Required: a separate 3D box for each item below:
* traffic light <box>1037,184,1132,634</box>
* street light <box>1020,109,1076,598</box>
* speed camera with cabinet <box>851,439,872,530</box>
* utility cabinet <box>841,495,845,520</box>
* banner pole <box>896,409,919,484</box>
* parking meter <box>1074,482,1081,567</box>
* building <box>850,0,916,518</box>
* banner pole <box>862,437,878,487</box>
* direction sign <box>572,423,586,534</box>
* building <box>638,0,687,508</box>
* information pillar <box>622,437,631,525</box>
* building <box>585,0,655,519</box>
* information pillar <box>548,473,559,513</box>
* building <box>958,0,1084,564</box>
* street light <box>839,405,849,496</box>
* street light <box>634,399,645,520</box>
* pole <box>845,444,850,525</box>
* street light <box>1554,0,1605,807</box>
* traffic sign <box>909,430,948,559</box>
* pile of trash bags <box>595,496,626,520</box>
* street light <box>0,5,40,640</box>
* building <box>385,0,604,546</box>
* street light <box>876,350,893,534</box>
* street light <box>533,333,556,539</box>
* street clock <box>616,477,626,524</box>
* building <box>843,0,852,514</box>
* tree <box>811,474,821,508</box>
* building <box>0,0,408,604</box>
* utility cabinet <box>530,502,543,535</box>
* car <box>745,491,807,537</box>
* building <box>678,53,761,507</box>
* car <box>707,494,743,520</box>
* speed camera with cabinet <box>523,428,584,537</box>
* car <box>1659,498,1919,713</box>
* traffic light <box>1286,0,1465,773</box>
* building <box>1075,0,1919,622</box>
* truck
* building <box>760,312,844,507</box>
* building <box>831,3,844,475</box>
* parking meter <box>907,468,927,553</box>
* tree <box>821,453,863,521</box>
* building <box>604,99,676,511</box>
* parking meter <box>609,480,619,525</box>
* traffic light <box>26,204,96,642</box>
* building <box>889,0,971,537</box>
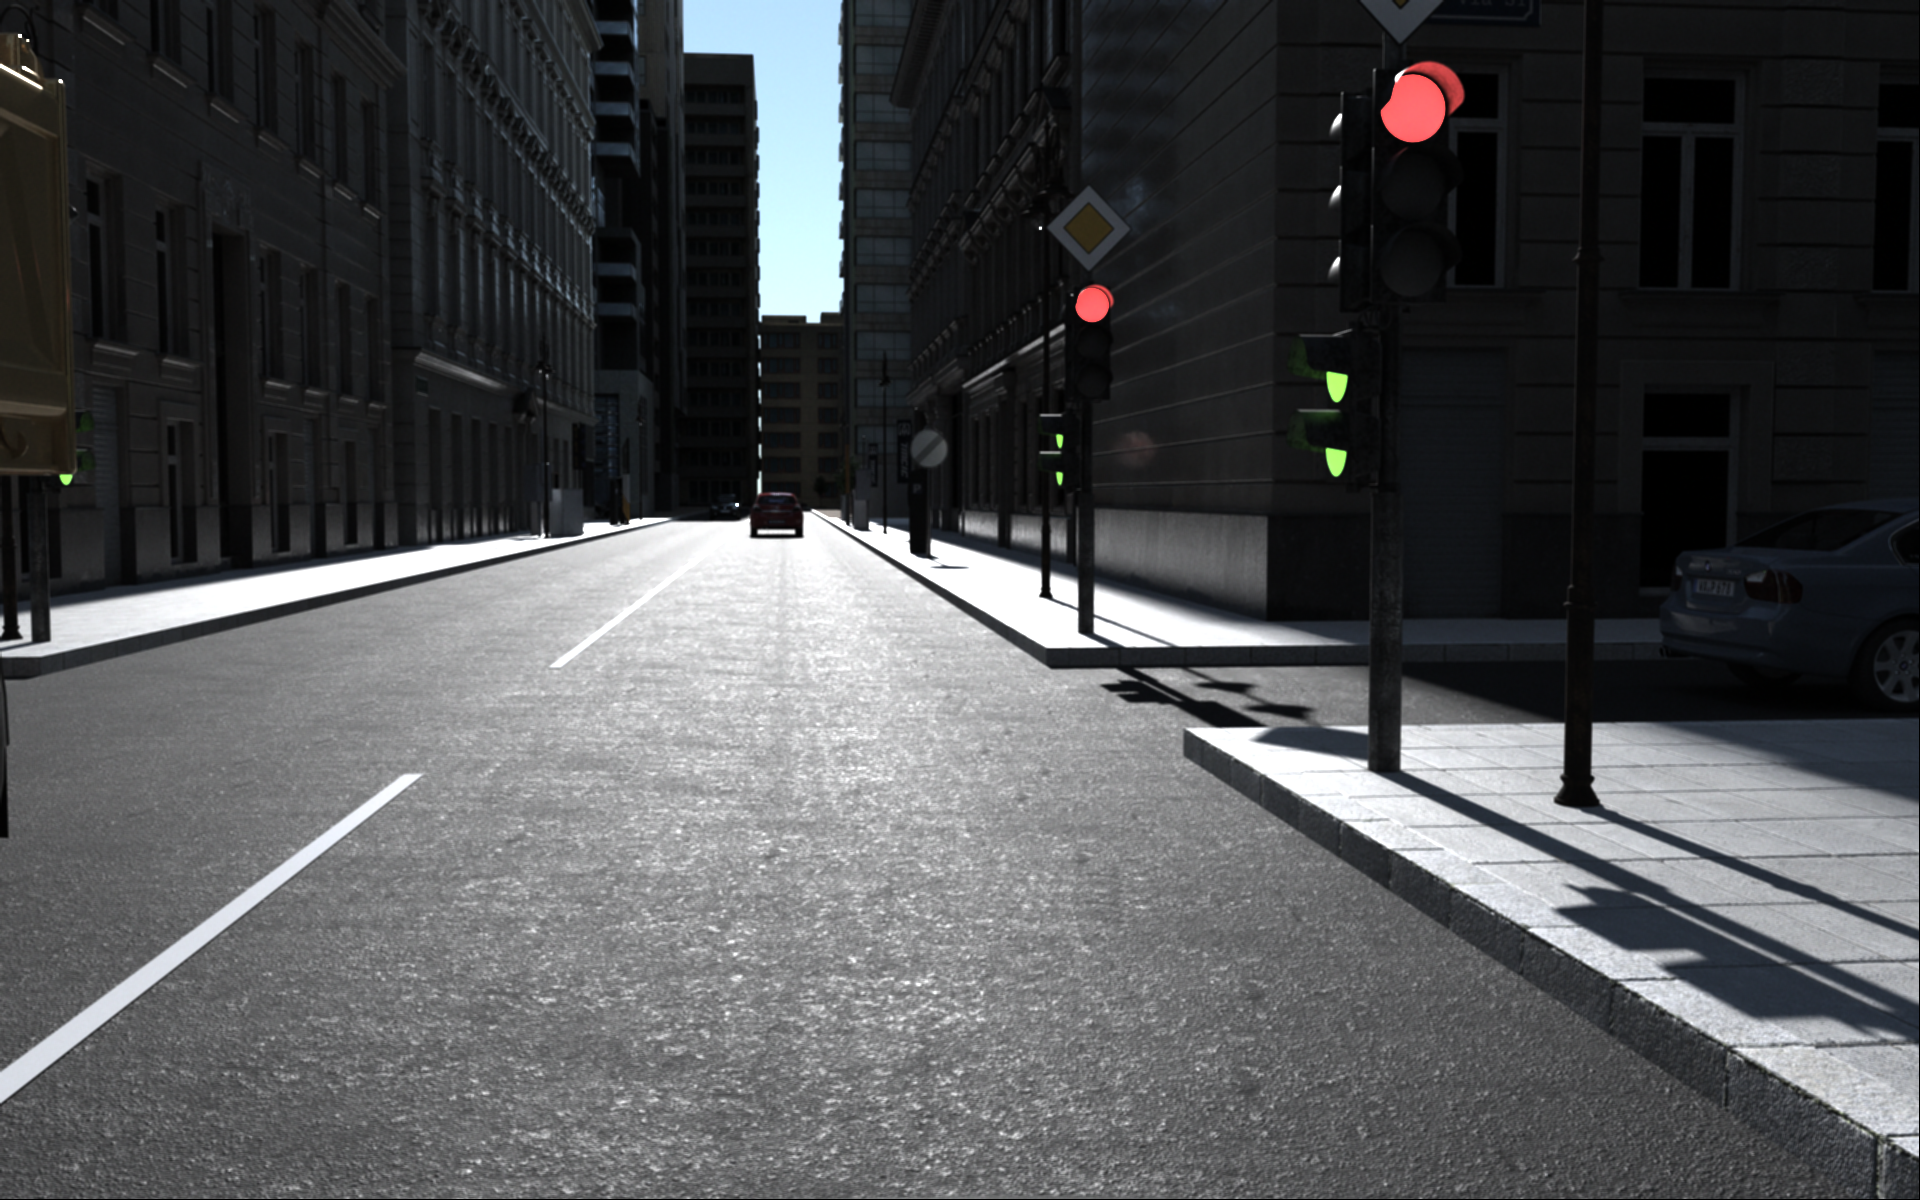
[{"bbox_3d":[1.144,-1.649,15.876,0.839,4.253,0.868,0,4,-6],"label":"traffic light"},{"bbox_3d":[1.066,-2.970,21.344,0.468,5.910,1.993,0,4,-6],"label":"street light"},{"bbox_3d":[-3.616,-4.217,63.282,0.660,3.252,2.038,0,4,-8],"label":"speed camera with cabinet"},{"bbox_3d":[-5.629,-4.498,84.707,0.306,1.237,1.020,-1,4,-10],"label":"utility cabinet"},{"bbox_3d":[-1.487,-3.725,50.916,0.863,3.779,0.401,1,4,22],"label":"banner pole"},{"bbox_3d":[2.155,-1.531,30.739,0.255,1.863,0.399,0,4,6],"label":"parking meter"},{"bbox_3d":[0.660,-25.458,99.840,14.154,41.232,14.086,0,4,-6],"label":"building"},{"bbox_3d":[-3.971,-5.237,75.642,0.863,3.779,0.401,1,4,13],"label":"banner pole"},{"bbox_3d":[-12.259,-3.901,55.781,0.379,3.537,0.876,1,4,13],"label":"direction sign"},{"bbox_3d":[-37.301,-34.166,147.846,27.495,52.752,28.713,0,4,-6],"label":"building"},{"bbox_3d":[-13.852,-4.923,71.851,0.183,3.616,0.504,-3,4,-39],"label":"information pillar"},{"bbox_3d":[-29.387,-48.280,102.054,22.319,86.520,31.000,0,4,-6],"label":"building"},{"bbox_3d":[-14.075,-3.393,59.969,0.304,2.012,0.304,2,4,26],"label":"information pillar"},{"bbox_3d":[5.732,-10.777,40.826,10.561,19.102,19.286,0,4,-6],"label":"building"},{"bbox_3d":[-6.049,-7.189,90.321,0.468,5.910,1.993,0,4,-6],"label":"street light"},{"bbox_3d":[-15.568,-6.823,84.347,0.468,5.910,1.993,0,4,-6],"label":"street light"},{"bbox_3d":[-4.597,-4.713,70.905,0.158,3.312,0.155,0,3,0],"label":"pole"},{"bbox_3d":[2.559,-2.093,7.005,0.468,5.910,1.993,0,4,-6],"label":"street light"},{"bbox_3d":[-0.615,-2.090,34.275,0.768,2.556,0.104,0,4,-2],"label":"traffic sign"},{"bbox_3d":[-18.382,-4.770,87.735,3.447,1.369,1.912,2,4,35],"label":"pile of trash bags"},{"bbox_3d":[-8.391,-2.590,15.140,0.468,5.910,1.993,0,4,-6],"label":"street light"},{"bbox_3d":[-23.371,-17.480,62.219,17.030,29.872,44.131,0,4,-6],"label":"building"},{"bbox_3d":[-2.425,-5.080,55.839,0.468,5.910,1.993,0,4,-6],"label":"street light"},{"bbox_3d":[-11.892,-4.703,49.687,0.468,5.910,1.993,0,4,-6],"label":"street light"},{"bbox_3d":[-14.311,-4.209,73.385,0.471,2.002,0.358,-3,5,-41],"label":"street clock"},{"bbox_3d":[2.350,-35.395,120.701,21.231,58.520,28.212,0,4,-6],"label":"building"},{"bbox_3d":[-13.329,-10.600,167.905,1.663,3.219,1.824,0,3,0],"label":"tree"},{"bbox_3d":[-17.641,-14.078,27.436,12.463,27.353,25.104,0,4,-6],"label":"building"},{"bbox_3d":[-13.308,-2.651,54.512,0.306,1.237,1.020,0,4,-8],"label":"utility cabinet"},{"bbox_3d":[-6.353,-3.114,59.950,2.155,1.783,4.494,0,4,-6],"label":"car"},{"bbox_3d":[-32.113,-34.227,183.314,21.600,48.544,21.300,0,4,-6],"label":"building"},{"bbox_3d":[-13.130,-5.331,96.946,2.009,1.686,4.222,0,4,-7],"label":"car"},{"bbox_3d":[-12.357,-3.568,52.671,0.660,3.252,2.038,2,4,29],"label":"speed camera with cabinet"},{"bbox_3d":[7.348,-0.017,12.282,4.499,1.417,2.014,0,4,-6],"label":"car"},{"bbox_3d":[1.952,-1.163,7.932,0.839,4.253,0.868,0,4,-6],"label":"traffic light"},{"bbox_3d":[14.569,-13.831,23.407,25.104,27.353,12.463,0,4,-6],"label":"building"},{"bbox_3d":[-4.199,-0.364,1.882,3.469,3.379,9.791,0,4,-6],"label":"truck"},{"bbox_3d":[-7.098,-21.072,189.572,28.899,21.520,27.650,0,4,-6],"label":"building"},{"bbox_3d":[0.796,-32.499,150.972,23.786,49.044,30.456,0,4,-6],"label":"building"},{"bbox_3d":[-0.924,-1.948,37.560,0.399,1.863,0.255,1,4,8],"label":"parking meter"},{"bbox_3d":[-5.810,-5.729,88.276,1.663,3.219,1.824,0,3,0],"label":"tree"},{"bbox_3d":[-28.449,-21.699,126.487,14.160,30.474,14.107,0,4,-6],"label":"building"},{"bbox_3d":[-14.549,-4.105,72.834,0.255,1.863,0.399,1,4,14],"label":"parking meter"},{"bbox_3d":[-7.969,-1.591,14.937,0.839,4.253,0.868,0,4,-6],"label":"traffic light"},{"bbox_3d":[2.465,-13.487,71.428,10.553,20.767,40.483,0,4,-6],"label":"building"}]
